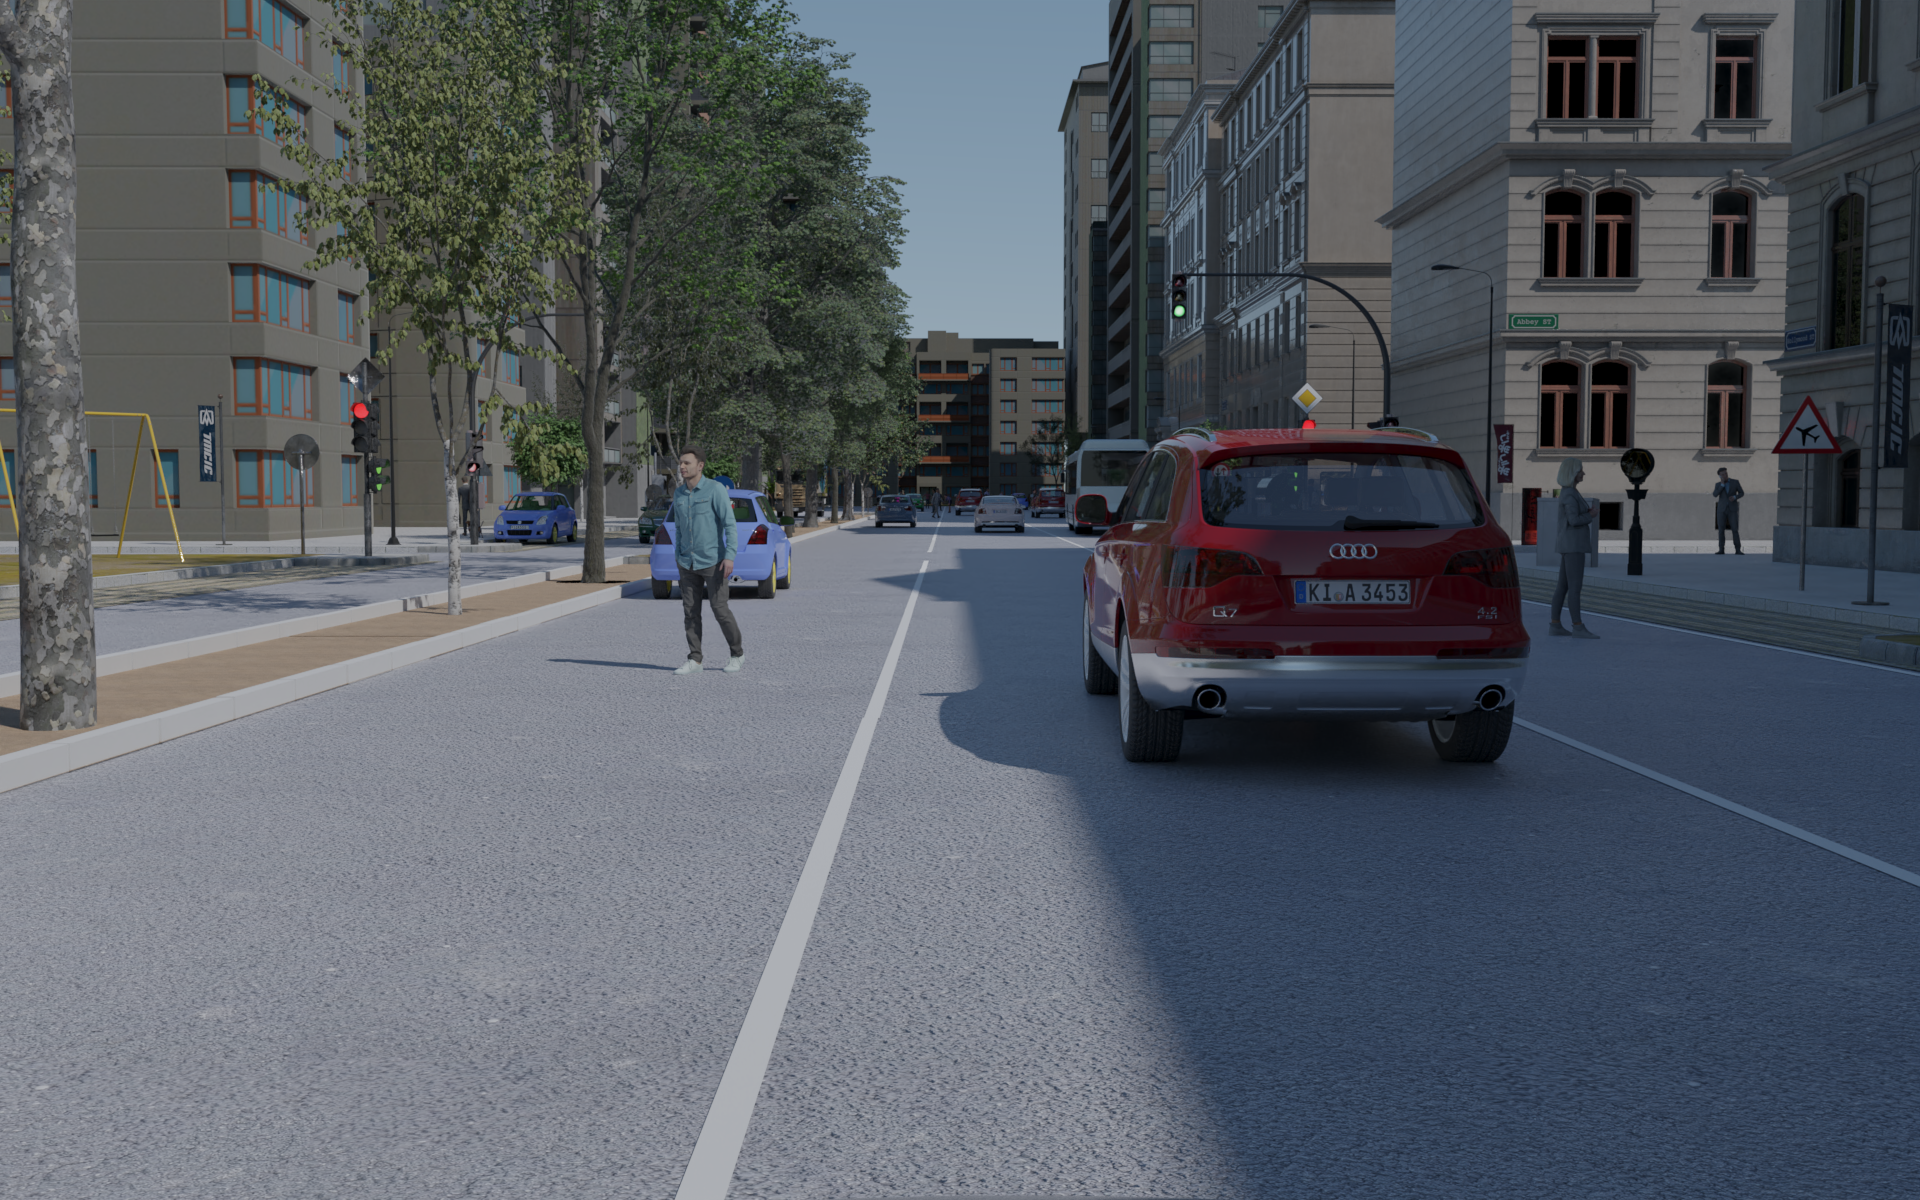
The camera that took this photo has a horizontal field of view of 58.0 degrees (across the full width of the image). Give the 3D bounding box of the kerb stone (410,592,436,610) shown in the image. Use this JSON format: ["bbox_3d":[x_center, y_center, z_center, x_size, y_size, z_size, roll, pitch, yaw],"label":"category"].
[{"bbox_3d":[-6.821,0.028,21.734,0.120,0.150,1.000,0,4,0],"label":"kerb stone"}]

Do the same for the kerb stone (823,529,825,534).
[{"bbox_3d":[-4.949,-2.389,61.257,0.120,0.150,1.000,0,4,0],"label":"kerb stone"}]

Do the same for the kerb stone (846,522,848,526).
[{"bbox_3d":[-5.029,-3.204,74.582,0.120,0.150,1.000,0,4,0],"label":"kerb stone"}]

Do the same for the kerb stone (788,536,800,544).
[{"bbox_3d":[-4.892,-1.762,50.998,0.120,0.150,1.000,0,4,0],"label":"kerb stone"}]

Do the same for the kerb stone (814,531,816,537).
[{"bbox_3d":[-4.922,-2.138,57.151,0.120,0.150,1.000,0,4,0],"label":"kerb stone"}]

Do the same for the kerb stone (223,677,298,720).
[{"bbox_3d":[-4.656,0.656,11.475,0.120,0.150,1.000,0,4,0],"label":"kerb stone"}]

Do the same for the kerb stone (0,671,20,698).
[{"bbox_3d":[-6.754,0.594,12.498,0.120,0.150,1.000,0,4,0],"label":"kerb stone"}]

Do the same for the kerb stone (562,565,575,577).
[{"bbox_3d":[-6.870,-0.475,29.955,0.120,0.150,1.000,0,4,0],"label":"kerb stone"}]

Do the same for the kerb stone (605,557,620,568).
[{"bbox_3d":[-6.885,-0.725,34.047,0.120,0.150,1.000,0,4,0],"label":"kerb stone"}]

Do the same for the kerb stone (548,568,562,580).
[{"bbox_3d":[-6.858,-0.411,28.921,0.120,0.150,1.000,0,4,0],"label":"kerb stone"}]

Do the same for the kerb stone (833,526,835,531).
[{"bbox_3d":[-4.979,-2.703,66.391,0.120,0.150,1.000,0,4,0],"label":"kerb stone"}]

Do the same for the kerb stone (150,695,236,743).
[{"bbox_3d":[-4.651,0.723,10.451,0.120,0.150,1.000,0,4,0],"label":"kerb stone"}]

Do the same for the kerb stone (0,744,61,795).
[{"bbox_3d":[-4.636,0.844,8.398,0.120,0.150,1.000,0,4,0],"label":"kerb stone"}]

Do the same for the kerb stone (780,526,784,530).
[{"bbox_3d":[-7.110,-2.951,70.476,0.120,0.150,1.000,0,4,0],"label":"kerb stone"}]

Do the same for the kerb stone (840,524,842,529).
[{"bbox_3d":[-5.008,-2.952,70.490,0.120,0.150,1.000,0,4,0],"label":"kerb stone"}]

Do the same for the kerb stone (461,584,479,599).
[{"bbox_3d":[-6.832,-0.097,23.783,0.120,0.150,1.000,0,4,0],"label":"kerb stone"}]

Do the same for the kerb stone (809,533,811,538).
[{"bbox_3d":[-4.917,-2.008,55.102,0.120,0.150,1.000,0,4,0],"label":"kerb stone"}]

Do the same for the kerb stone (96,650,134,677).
[{"bbox_3d":[-6.765,0.530,13.526,0.120,0.150,1.000,0,4,0],"label":"kerb stone"}]

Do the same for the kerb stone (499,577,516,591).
[{"bbox_3d":[-6.843,-0.214,25.837,0.120,0.150,1.000,0,4,0],"label":"kerb stone"}]

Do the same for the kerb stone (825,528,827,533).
[{"bbox_3d":[-4.957,-2.445,62.279,0.120,0.150,1.000,0,4,0],"label":"kerb stone"}]

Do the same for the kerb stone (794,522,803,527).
[{"bbox_3d":[-7.141,-3.322,76.628,0.120,0.150,1.000,0,4,0],"label":"kerb stone"}]

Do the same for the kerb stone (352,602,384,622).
[{"bbox_3d":[-6.800,0.153,19.686,0.120,0.150,1.000,0,4,0],"label":"kerb stone"}]

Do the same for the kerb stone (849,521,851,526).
[{"bbox_3d":[-5.042,-3.329,76.632,0.120,0.150,1.000,0,4,0],"label":"kerb stone"}]

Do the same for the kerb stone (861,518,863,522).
[{"bbox_3d":[-5.099,-3.957,86.897,0.120,0.150,1.000,0,4,0],"label":"kerb stone"}]

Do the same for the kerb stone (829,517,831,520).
[{"bbox_3d":[-7.247,-4.395,94.054,0.120,0.150,1.000,0,4,0],"label":"kerb stone"}]

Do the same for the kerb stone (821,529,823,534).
[{"bbox_3d":[-4.941,-2.324,60.235,0.120,0.150,1.000,0,4,0],"label":"kerb stone"}]

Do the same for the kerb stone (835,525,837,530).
[{"bbox_3d":[-4.987,-2.766,67.417,0.120,0.150,1.000,0,4,0],"label":"kerb stone"}]

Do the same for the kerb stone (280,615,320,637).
[{"bbox_3d":[-6.789,0.279,17.633,0.120,0.150,1.000,0,4,0],"label":"kerb stone"}]

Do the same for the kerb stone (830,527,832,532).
[{"bbox_3d":[-4.961,-2.578,64.339,0.120,0.150,1.000,0,4,0],"label":"kerb stone"}]

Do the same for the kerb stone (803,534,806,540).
[{"bbox_3d":[-4.899,-1.887,53.048,0.120,0.150,1.000,0,4,0],"label":"kerb stone"}]

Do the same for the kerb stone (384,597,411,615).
[{"bbox_3d":[-6.811,0.091,20.708,0.120,0.150,1.000,0,4,0],"label":"kerb stone"}]

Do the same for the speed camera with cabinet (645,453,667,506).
[{"bbox_3d":[-14.418,-5.369,82.119,0.660,3.252,2.038,0,4,4],"label":"speed camera with cabinet"}]

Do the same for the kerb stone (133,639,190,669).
[{"bbox_3d":[-6.768,0.468,14.548,0.120,0.150,1.000,0,4,0],"label":"kerb stone"}]

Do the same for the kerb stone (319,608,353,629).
[{"bbox_3d":[-6.797,0.222,18.662,0.120,0.150,1.000,0,4,0],"label":"kerb stone"}]

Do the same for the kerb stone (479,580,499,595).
[{"bbox_3d":[-6.836,-0.160,24.808,0.120,0.150,1.000,0,4,0],"label":"kerb stone"}]

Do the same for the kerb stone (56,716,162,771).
[{"bbox_3d":[-4.646,0.782,9.420,0.120,0.150,1.000,0,4,0],"label":"kerb stone"}]

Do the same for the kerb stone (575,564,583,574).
[{"bbox_3d":[-6.870,-0.537,30.977,0.120,0.150,1.000,0,4,0],"label":"kerb stone"}]

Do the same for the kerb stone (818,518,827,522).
[{"bbox_3d":[-7.225,-4.207,90.988,0.120,0.150,1.000,0,4,0],"label":"kerb stone"}]

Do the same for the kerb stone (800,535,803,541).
[{"bbox_3d":[-4.896,-1.821,52.020,0.120,0.150,1.000,0,4,0],"label":"kerb stone"}]

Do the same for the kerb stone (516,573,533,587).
[{"bbox_3d":[-6.840,-0.284,26.864,0.120,0.150,1.000,0,4,0],"label":"kerb stone"}]

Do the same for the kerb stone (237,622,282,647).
[{"bbox_3d":[-6.783,0.342,16.612,0.120,0.150,1.000,0,4,0],"label":"kerb stone"}]

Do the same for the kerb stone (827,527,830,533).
[{"bbox_3d":[-4.954,-2.514,63.307,0.120,0.150,1.000,0,4,0],"label":"kerb stone"}]

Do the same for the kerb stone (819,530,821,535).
[{"bbox_3d":[-4.945,-2.263,59.212,0.120,0.150,1.000,0,4,0],"label":"kerb stone"}]

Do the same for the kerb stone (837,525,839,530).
[{"bbox_3d":[-4.987,-2.828,68.439,0.120,0.150,1.000,0,4,0],"label":"kerb stone"}]

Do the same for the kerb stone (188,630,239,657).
[{"bbox_3d":[-6.772,0.405,15.574,0.120,0.150,1.000,0,4,0],"label":"kerb stone"}]

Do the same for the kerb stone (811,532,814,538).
[{"bbox_3d":[-4.921,-2.073,56.125,0.120,0.150,1.000,0,4,0],"label":"kerb stone"}]

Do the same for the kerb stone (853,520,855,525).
[{"bbox_3d":[-5.055,-3.518,79.711,0.120,0.150,1.000,0,4,0],"label":"kerb stone"}]

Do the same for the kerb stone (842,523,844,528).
[{"bbox_3d":[-5.005,-3.015,71.516,0.120,0.150,1.000,0,4,0],"label":"kerb stone"}]

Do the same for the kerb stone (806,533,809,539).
[{"bbox_3d":[-4.904,-1.948,54.079,0.120,0.150,1.000,0,4,0],"label":"kerb stone"}]

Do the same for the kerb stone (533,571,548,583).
[{"bbox_3d":[-6.848,-0.348,27.892,0.120,0.150,1.000,0,4,0],"label":"kerb stone"}]

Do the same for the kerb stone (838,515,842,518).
[{"bbox_3d":[-7.326,-5.210,107.372,0.120,0.150,1.000,0,4,0],"label":"kerb stone"}]

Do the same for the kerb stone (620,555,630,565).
[{"bbox_3d":[-6.893,-0.788,35.074,0.120,0.150,1.000,0,4,0],"label":"kerb stone"}]

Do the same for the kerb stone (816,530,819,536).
[{"bbox_3d":[-4.926,-2.201,58.177,0.120,0.150,1.000,0,4,0],"label":"kerb stone"}]

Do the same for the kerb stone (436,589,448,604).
[{"bbox_3d":[-6.814,-0.028,22.758,0.120,0.150,1.000,0,4,0],"label":"kerb stone"}]
